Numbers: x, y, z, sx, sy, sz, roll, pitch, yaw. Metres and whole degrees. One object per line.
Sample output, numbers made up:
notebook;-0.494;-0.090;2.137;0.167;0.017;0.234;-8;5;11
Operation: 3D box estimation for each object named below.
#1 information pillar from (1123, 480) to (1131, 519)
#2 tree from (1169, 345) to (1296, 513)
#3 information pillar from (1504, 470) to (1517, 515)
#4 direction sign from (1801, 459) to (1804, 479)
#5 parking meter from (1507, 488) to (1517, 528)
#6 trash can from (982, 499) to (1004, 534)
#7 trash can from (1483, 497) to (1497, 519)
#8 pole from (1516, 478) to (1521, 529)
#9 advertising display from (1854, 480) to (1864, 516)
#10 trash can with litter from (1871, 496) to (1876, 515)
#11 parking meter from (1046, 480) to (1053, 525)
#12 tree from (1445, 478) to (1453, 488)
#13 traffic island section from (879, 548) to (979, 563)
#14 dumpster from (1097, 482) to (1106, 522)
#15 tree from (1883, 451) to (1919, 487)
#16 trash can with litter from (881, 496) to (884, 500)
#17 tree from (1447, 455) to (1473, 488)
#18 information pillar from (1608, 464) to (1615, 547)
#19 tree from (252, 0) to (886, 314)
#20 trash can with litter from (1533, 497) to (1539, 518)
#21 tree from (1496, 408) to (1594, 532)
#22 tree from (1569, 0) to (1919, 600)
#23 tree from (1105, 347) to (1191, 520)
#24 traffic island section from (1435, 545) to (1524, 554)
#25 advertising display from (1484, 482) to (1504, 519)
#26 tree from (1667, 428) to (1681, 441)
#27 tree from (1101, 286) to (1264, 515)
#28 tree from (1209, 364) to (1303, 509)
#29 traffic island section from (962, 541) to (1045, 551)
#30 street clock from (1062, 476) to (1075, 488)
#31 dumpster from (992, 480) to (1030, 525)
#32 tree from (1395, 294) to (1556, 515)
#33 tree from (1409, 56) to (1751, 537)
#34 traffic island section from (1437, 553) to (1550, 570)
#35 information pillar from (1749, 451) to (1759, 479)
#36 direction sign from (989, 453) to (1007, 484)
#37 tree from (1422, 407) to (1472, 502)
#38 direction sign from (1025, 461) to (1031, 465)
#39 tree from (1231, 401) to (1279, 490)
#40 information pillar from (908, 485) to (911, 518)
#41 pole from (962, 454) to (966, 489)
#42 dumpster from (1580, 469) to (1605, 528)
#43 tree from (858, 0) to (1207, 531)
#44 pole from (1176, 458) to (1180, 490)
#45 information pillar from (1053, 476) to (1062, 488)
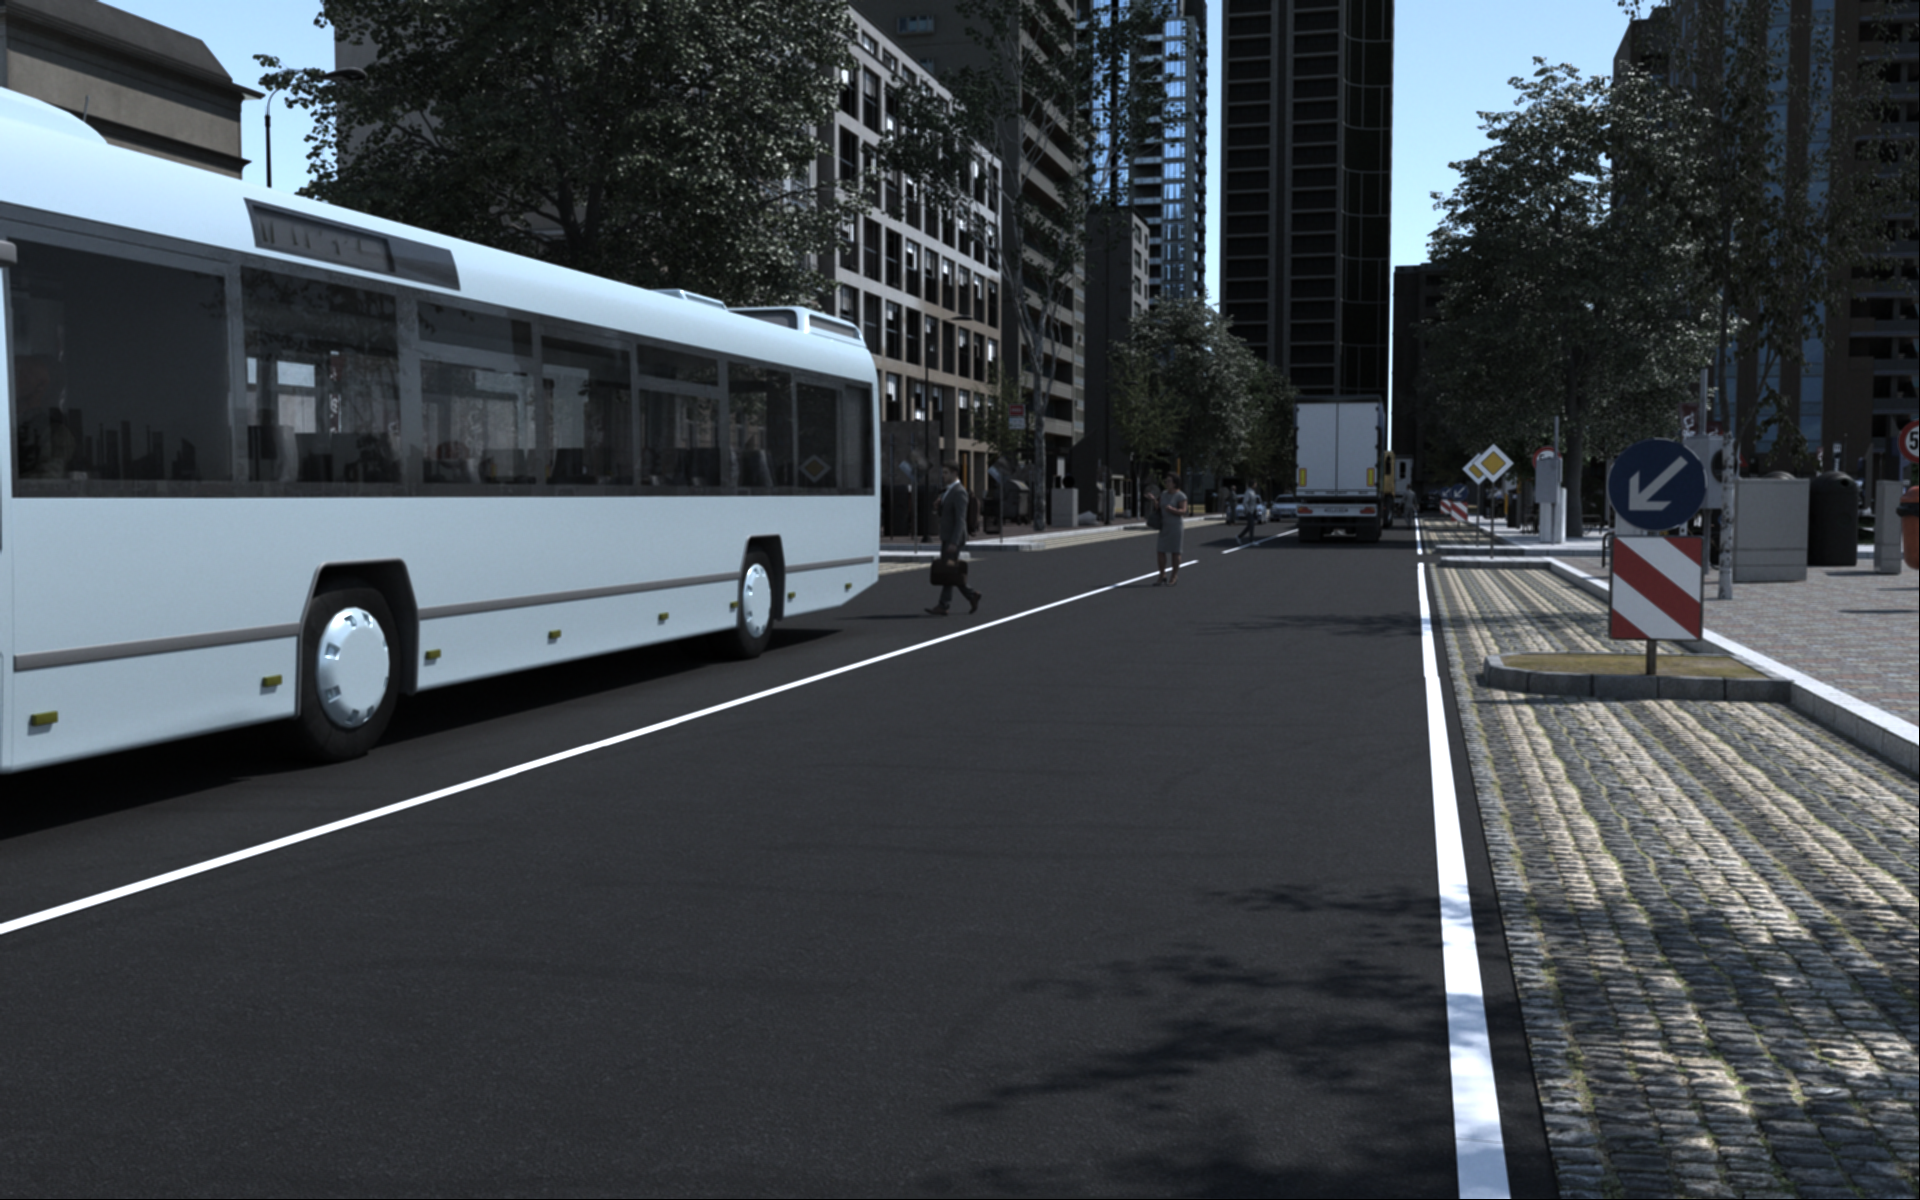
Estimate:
information pillar;8.737;-5.256;90.425;0.304;2.012;0.304;-3;4;-36
tree;17.756;-11.764;118.098;9.928;11.665;9.643;0;3;0
information pillar;21.315;-4.623;66.947;0.504;3.616;0.183;-1;4;-12
direction sign;48.175;-6.552;99.121;0.379;3.537;0.876;1;4;21
parking meter;21.037;-3.518;65.931;0.372;1.533;0.369;0;3;0
trash can;1.050;-2.669;55.287;0.748;1.137;0.748;0;3;0
trash can;27.257;-4.740;89.155;0.748;1.137;0.748;0;3;0
pole;20.576;-4.275;63.734;0.158;3.312;0.155;0;3;0
advertising display;40.376;-4.469;78.277;0.974;1.923;0.123;-1;4;-15
trash can with litter;56.997;-5.905;107.927;0.624;1.170;1.055;2;4;27
parking meter;3.746;-4.028;71.571;0.255;1.863;0.399;-1;4;-16
tree;52.806;-11.678;185.542;1.663;3.219;1.824;0;3;0
traffic island section;-0.973;-0.915;37.246;2.009;0.180;2.903;1;4;15
dumpster;5.943;-4.505;79.415;1.264;1.857;1.865;1;4;14
tree;43.557;-5.762;77.919;4.285;4.588;4.351;0;3;0
trash can with litter;-2.782;-3.866;74.274;2.233;1.210;1.678;-1;4;-15
tree;46.068;-12.768;159.123;4.737;8.622;4.395;0;3;0
information pillar;15.989;-2.301;42.106;0.304;2.012;0.304;-3;4;-36
tree;-6.088;-7.455;28.547;9.857;13.997;8.962;0;3;0
trash can with litter;26.492;-4.120;78.756;1.055;1.170;0.624;1;4;14
tree;19.723;-4.584;58.667;4.285;4.588;4.351;0;3;0
tree;9.496;-4.300;20.667;4.360;8.622;3.978;0;3;0
tree;9.009;-8.291;85.927;4.737;8.622;4.395;0;3;0
traffic island section;12.555;-1.204;41.962;2.009;0.180;2.903;1;4;15
advertising display;27.690;-5.174;89.809;0.974;1.923;0.123;0;4;2
tree;34.917;-6.208;85.212;4.285;4.588;4.351;0;3;0
tree;13.595;-12.171;105.649;9.857;13.997;8.962;0;3;0
tree;26.440;-14.274;150.387;9.611;12.733;9.660;0;3;0
traffic island section;1.052;-1.388;44.971;2.009;0.180;2.903;1;4;15
street clock;4.279;-3.900;68.330;0.471;2.002;0.358;0;4;-8
dumpster;2.090;-4.018;71.450;1.264;1.857;1.865;1;4;15
tree;31.523;-11.879;104.597;12.009;13.543;11.850;0;3;0
tree;18.391;-8.848;51.328;9.857;13.997;8.962;0;3;0
traffic island section;10.530;-0.731;34.237;2.009;0.180;2.903;1;4;15
information pillar;42.630;-6.221;93.068;0.504;3.616;0.183;1;4;11
direction sign;2.173;-6.305;95.089;0.876;3.537;0.379;-1;4;-16
tree;51.172;-15.882;177.789;7.486;12.596;7.792;0;3;0
direction sign;4.836;-7.767;118.990;0.876;3.537;0.379;3;5;41
tree;22.570;-11.294;135.026;4.737;8.622;4.395;0;3;0
information pillar;-2.426;-5.595;82.826;0.183;3.616;0.504;0;4;5
pole;0.222;-5.717;87.317;0.158;3.312;0.155;0;3;0
dumpster;24.245;-3.949;67.066;1.502;2.255;1.985;1;4;15
tree;1.350;-12.433;59.168;12.611;20.169;13.585;0;3;0
pole;12.405;-6.410;98.649;0.158;3.312;0.155;0;3;0
information pillar;3.854;-3.931;68.760;0.304;2.012;0.304;0;4;-8
